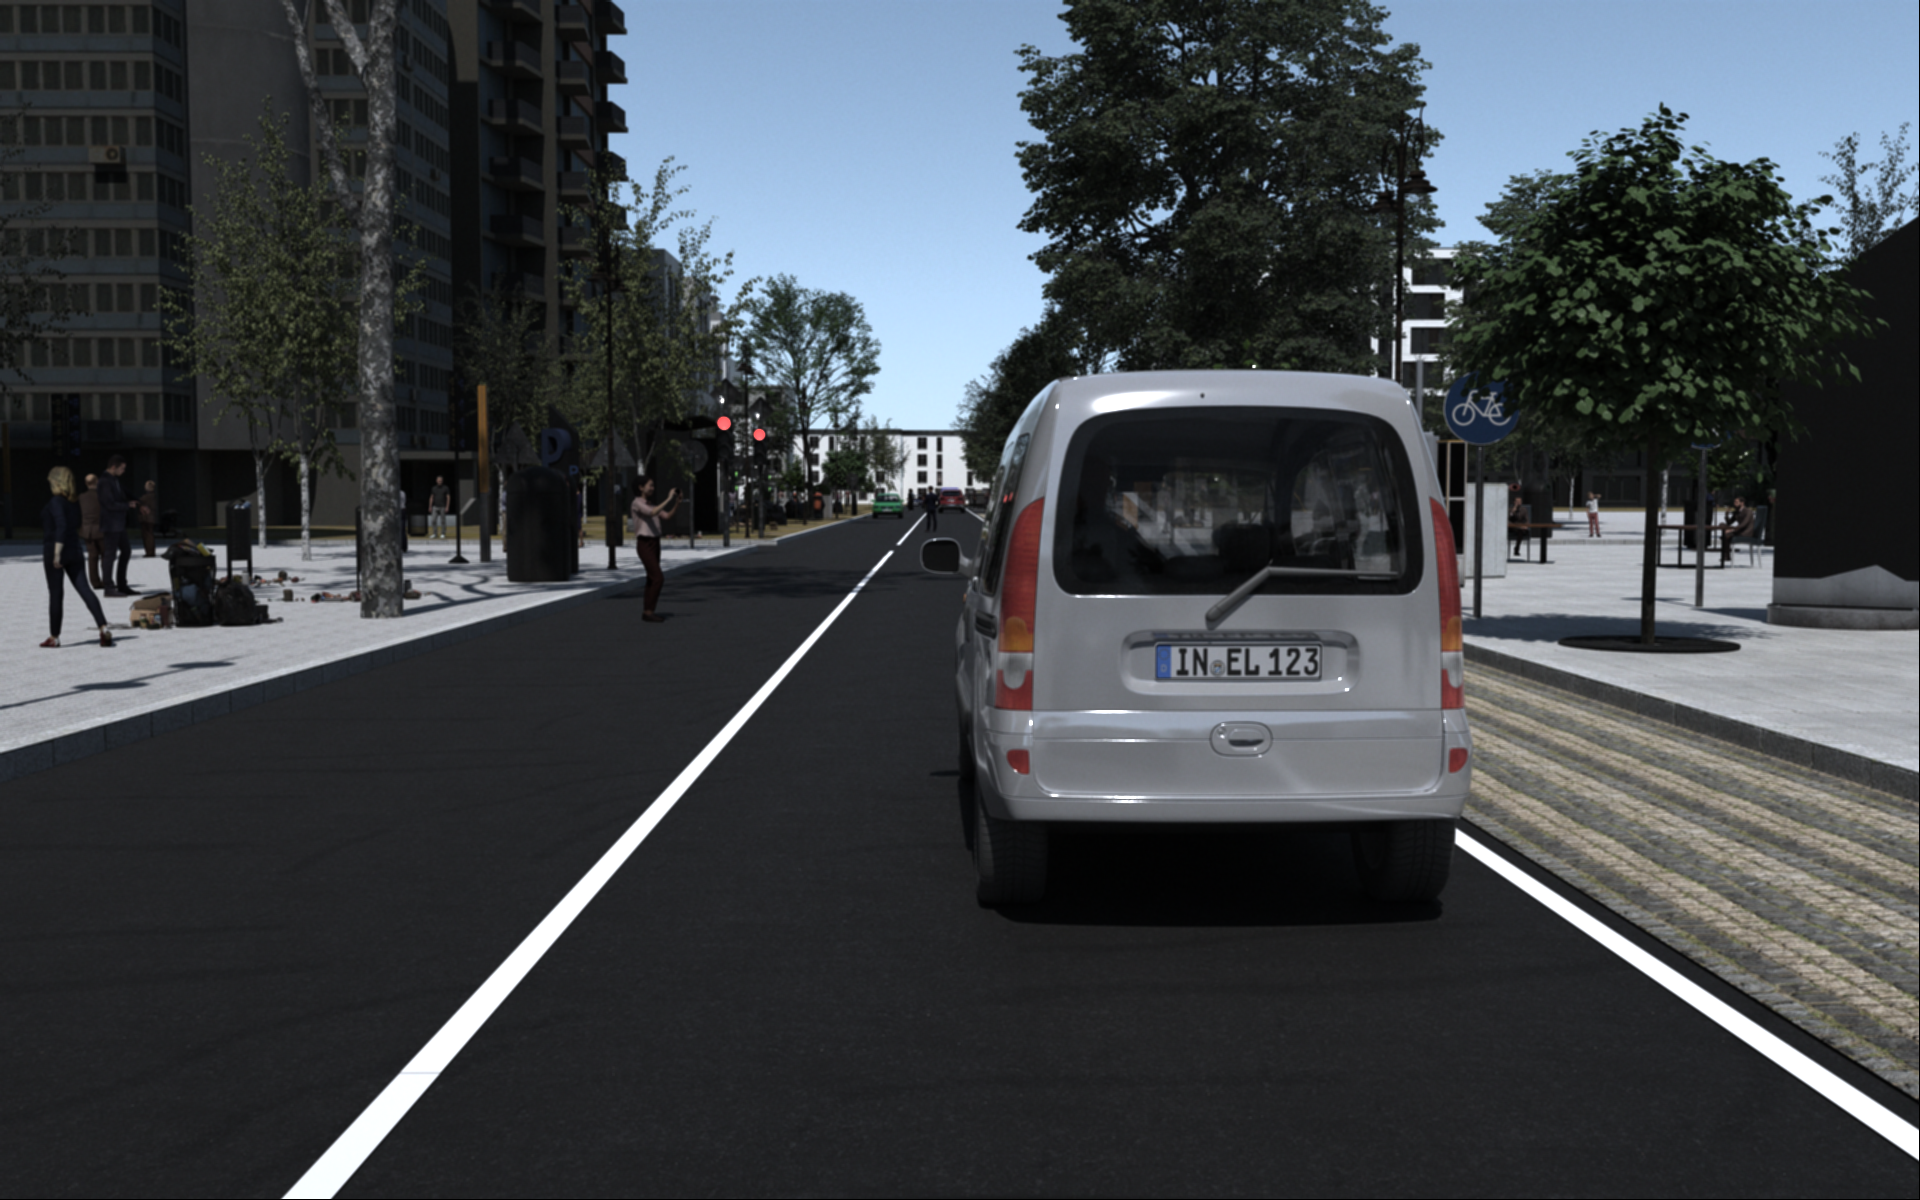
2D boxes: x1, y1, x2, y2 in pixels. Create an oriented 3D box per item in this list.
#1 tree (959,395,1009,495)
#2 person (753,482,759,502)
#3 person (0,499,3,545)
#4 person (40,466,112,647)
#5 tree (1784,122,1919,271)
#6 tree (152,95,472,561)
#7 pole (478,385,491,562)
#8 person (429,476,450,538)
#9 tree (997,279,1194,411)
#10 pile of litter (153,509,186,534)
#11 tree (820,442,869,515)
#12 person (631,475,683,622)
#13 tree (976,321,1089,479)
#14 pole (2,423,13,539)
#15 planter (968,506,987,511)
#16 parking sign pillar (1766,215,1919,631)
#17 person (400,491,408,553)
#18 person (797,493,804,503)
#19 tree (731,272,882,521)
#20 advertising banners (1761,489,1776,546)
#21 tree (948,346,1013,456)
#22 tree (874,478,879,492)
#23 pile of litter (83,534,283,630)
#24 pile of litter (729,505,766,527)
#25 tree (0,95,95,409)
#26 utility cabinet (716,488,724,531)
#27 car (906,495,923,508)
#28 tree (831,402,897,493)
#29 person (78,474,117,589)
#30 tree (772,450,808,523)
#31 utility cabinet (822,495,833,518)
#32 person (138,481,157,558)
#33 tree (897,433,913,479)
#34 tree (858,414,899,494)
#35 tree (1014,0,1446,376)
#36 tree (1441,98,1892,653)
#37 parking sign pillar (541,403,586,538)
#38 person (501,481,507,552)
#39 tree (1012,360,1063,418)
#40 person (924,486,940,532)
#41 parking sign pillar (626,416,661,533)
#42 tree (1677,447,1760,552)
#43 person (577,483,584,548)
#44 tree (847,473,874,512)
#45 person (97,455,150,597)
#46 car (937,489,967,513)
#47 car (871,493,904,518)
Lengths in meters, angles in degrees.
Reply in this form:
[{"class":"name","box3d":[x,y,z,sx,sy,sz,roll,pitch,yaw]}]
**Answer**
[{"class":"tree","box3d":[3.286,-17.390,202.445,7.486,12.596,7.792,0,3,0]},{"class":"person","box3d":[-7.682,-3.581,65.314,0.376,1.734,0.841,0,4,-5]},{"class":"person","box3d":[-25.598,-2.169,45.828,0.647,1.594,0.662,0,4,-7]},{"class":"person","box3d":[-7.415,-0.361,14.487,0.613,1.512,0.480,-1,4,-13]},{"class":"tree","box3d":[17.775,-5.162,34.760,4.360,8.622,3.978,0,3,0]},{"class":"tree","box3d":[-12.324,-5.059,33.078,4.737,8.622,4.395,0,3,0]},{"class":"pole","box3d":[-8.940,-2.367,32.545,0.158,3.312,0.155,0,3,0]},{"class":"person","box3d":[-15.176,-2.707,50.431,0.598,1.807,0.434,1,4,16]},{"class":"tree","box3d":[5.676,-8.206,68.586,8.767,10.594,7.601,0,4,2]},{"class":"pile of litter","box3d":[-23.160,-2.237,50.544,1.719,0.858,1.176,1,4,16]},{"class":"tree","box3d":[-7.141,-7.614,108.201,4.285,4.588,4.351,0,3,0]},{"class":"person","box3d":[-3.426,-0.588,19.578,0.517,1.644,0.566,-3,4,-37]},{"class":"tree","box3d":[5.570,-12.137,115.444,9.611,12.733,9.660,0,3,0]},{"class":"pole","box3d":[-27.312,-3.413,49.638,0.158,3.312,0.155,0,3,0]},{"class":"planter","box3d":[1.823,-9.700,179.730,1.991,0.319,1.994,0,4,-1]},{"class":"parking sign pillar","box3d":[8.702,-1.737,16.864,1.447,3.967,1.447,3,4,37]},{"class":"person","box3d":[-12.426,-1.819,37.991,0.590,1.554,0.614,3,4,38]},{"class":"person","box3d":[-8.729,-5.459,95.442,0.789,1.805,0.875,-1,4,-17]},{"class":"tree","box3d":[-7.283,-9.574,82.295,9.928,11.665,9.643,0,3,0]},{"class":"advertising banners","box3d":[20.623,-2.808,42.091,2.074,3.025,0.090,1,4,17]},{"class":"tree","box3d":[4.243,-14.094,140.803,12.009,13.543,11.850,0,3,0]},{"class":"tree","box3d":[-7.775,-9.463,149.328,1.663,3.219,1.824,0,3,0]},{"class":"pile of litter","box3d":[-7.574,-0.182,16.941,1.719,0.858,1.176,-1,4,-15]},{"class":"pile of litter","box3d":[-8.511,-3.306,68.011,1.719,0.858,1.176,0,4,7]},{"class":"tree","box3d":[-17.737,-4.908,30.605,4.360,8.622,3.978,0,3,0]},{"class":"utility cabinet","box3d":[-8.705,-3.121,59.714,1.173,1.500,0.318,-1,4,-13]},{"class":"car","box3d":[-4.531,-10.105,177.792,1.945,1.354,3.894,0,4,-1]},{"class":"tree","box3d":[-8.049,-11.308,135.243,4.360,8.622,3.978,0,3,0]},{"class":"person","box3d":[-11.647,-0.922,23.382,0.482,1.546,0.388,0,4,4]},{"class":"tree","box3d":[-7.164,-4.995,76.261,1.663,3.219,1.824,0,3,0]},{"class":"utility cabinet","box3d":[-7.254,-5.017,93.196,0.306,1.237,1.020,-3,5,-40]},{"class":"person","box3d":[-16.458,-1.634,35.023,0.388,1.546,0.482,-1,4,-9]},{"class":"tree","box3d":[-7.370,-14.266,183.604,4.360,8.622,3.978,0,3,0]},{"class":"tree","box3d":[-7.386,-12.702,158.039,4.737,8.622,4.395,0,3,0]},{"class":"tree","box3d":[5.431,-7.834,34.749,9.857,13.997,8.962,0,3,0]},{"class":"tree","box3d":[5.847,-1.878,14.423,4.285,4.588,4.351,0,3,0]},{"class":"parking sign pillar","box3d":[-11.792,-3.832,51.118,1.447,3.967,1.447,3,5,41]},{"class":"person","box3d":[-9.954,-1.844,38.259,0.319,1.574,0.516,0,4,4]},{"class":"tree","box3d":[4.757,-8.780,93.920,4.360,8.622,3.978,0,3,0]},{"class":"person","box3d":[-1.114,-3.468,65.910,0.576,1.737,0.504,-3,4,-36]},{"class":"parking sign pillar","box3d":[-10.488,-4.258,58.083,1.447,3.967,1.447,0,4,3]},{"class":"tree","box3d":[17.037,-2.697,38.705,1.663,3.219,1.824,0,3,0]},{"class":"person","box3d":[-9.235,-2.008,41.238,0.546,1.535,0.453,-3,5,-43]},{"class":"tree","box3d":[-7.566,-7.942,124.458,1.663,3.219,1.824,0,3,0]},{"class":"person","box3d":[-10.420,-0.925,21.612,0.568,1.767,0.683,-1,4,-15]},{"class":"car","box3d":[-0.619,-7.540,131.952,2.281,1.827,5.304,0,4,1]},{"class":"car","box3d":[-4.289,-5.763,103.017,1.959,1.807,4.718,0,4,-1]}]
